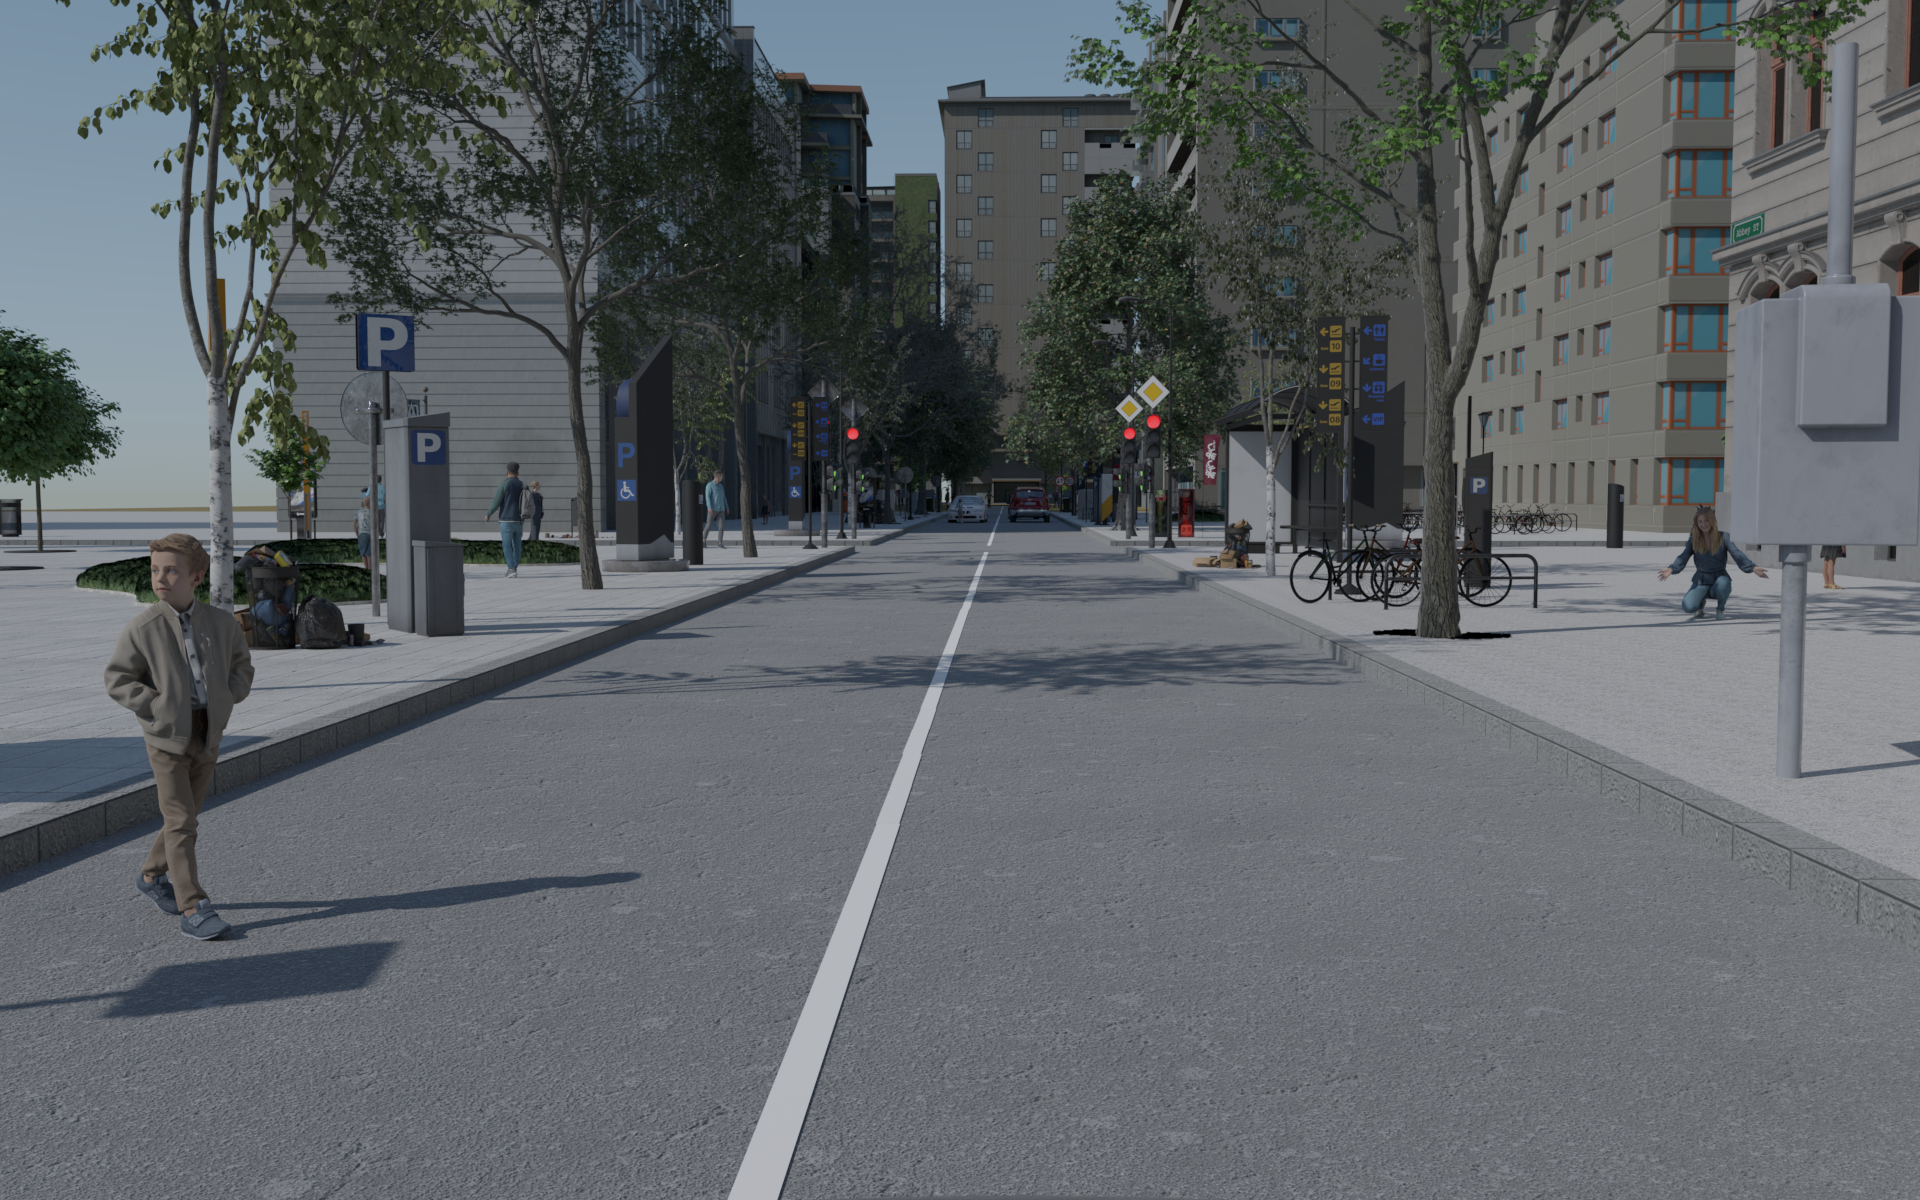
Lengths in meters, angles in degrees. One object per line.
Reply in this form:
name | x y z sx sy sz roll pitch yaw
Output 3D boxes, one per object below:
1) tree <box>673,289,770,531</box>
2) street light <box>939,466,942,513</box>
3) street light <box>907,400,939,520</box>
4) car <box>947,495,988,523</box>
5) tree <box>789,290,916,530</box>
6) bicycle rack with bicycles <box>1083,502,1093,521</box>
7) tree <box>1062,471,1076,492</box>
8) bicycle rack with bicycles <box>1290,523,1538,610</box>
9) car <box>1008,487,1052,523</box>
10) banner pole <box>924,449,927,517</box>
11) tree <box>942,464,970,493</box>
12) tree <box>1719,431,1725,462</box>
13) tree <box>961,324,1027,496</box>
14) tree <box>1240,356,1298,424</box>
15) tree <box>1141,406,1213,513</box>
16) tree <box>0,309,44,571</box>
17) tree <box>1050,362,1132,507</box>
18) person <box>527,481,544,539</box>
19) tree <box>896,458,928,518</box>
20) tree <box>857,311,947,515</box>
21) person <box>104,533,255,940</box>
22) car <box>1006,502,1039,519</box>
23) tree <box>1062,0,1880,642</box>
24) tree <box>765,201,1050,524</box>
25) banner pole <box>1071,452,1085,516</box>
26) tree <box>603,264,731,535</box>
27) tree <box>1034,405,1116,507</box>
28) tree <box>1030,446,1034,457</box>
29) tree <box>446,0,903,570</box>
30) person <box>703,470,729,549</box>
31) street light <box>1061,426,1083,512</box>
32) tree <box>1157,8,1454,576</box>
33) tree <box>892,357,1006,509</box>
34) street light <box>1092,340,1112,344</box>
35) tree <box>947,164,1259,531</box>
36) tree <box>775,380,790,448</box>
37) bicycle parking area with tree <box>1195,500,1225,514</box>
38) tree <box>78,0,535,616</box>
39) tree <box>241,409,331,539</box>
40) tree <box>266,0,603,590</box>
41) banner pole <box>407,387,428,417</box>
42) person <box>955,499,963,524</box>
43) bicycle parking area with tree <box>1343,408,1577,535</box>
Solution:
tree | -8.691 -6.731 60.419 4.737 8.622 4.395 0 3 0
street light | -0.919 -9.037 120.289 1.470 5.913 1.316 0 4 2
street light | -1.898 -6.898 85.325 1.470 5.913 1.316 0 4 2
car | 0.411 -4.600 87.571 2.083 1.381 4.827 0 4 3
tree | -3.724 -6.832 62.060 4.360 8.622 3.978 0 3 0
bicycle rack with bicycles | 7.189 -4.228 82.517 2.852 0.926 2.925 2 4 27
tree | 9.026 -9.254 145.904 1.663 3.219 1.824 0 3 0
bicycle rack with bicycles | 5.293 -0.422 20.282 2.925 0.926 2.852 0 4 -7
car | 3.576 -4.882 88.497 2.281 1.827 5.304 0 4 2
banner pole | -1.941 -6.530 96.781 0.401 3.779 0.863 0 4 -2
tree | -0.191 -13.698 174.316 4.737 8.622 4.395 0 3 0
tree | 24.647 -4.187 52.172 4.285 4.588 4.351 0 3 0
tree | 1.766 -20.556 191.972 12.611 20.169 13.585 0 3 0
tree | 16.199 -8.546 90.092 4.737 8.622 4.395 0 3 0
tree | 11.293 -8.547 90.109 4.737 8.622 4.395 0 3 0
tree | -16.310 -2.790 29.338 4.285 4.588 4.351 0 3 0
tree | 8.606 -13.515 131.340 12.009 13.543 11.850 0 3 0
person | -11.112 -2.214 45.128 0.534 1.772 0.576 -1 4 -11
tree | -2.472 -5.957 91.992 1.663 3.219 1.824 0 3 0
tree | -2.281 -11.628 107.123 9.611 12.733 9.660 0 3 0
person | -2.572 0.429 5.759 0.640 1.303 0.475 2 4 34
car | 3.632 -5.286 99.006 1.945 1.354 3.894 0 3 0
tree | 4.469 -5.478 15.317 9.928 11.665 9.643 0 3 0
tree | -3.098 -9.974 73.445 12.009 13.543 11.850 0 3 0
banner pole | 6.932 -6.818 101.483 0.863 3.779 0.401 0 4 2
tree | -8.981 -6.362 54.377 4.360 8.622 3.978 0 3 0
tree | 7.967 -9.727 109.400 4.737 8.622 4.395 0 3 0
tree | 9.312 -13.458 170.397 4.737 8.622 4.395 0 3 0
tree | -4.575 -6.142 34.841 7.601 10.594 8.767 1 4 11
person | -5.734 -2.123 40.614 0.638 1.841 0.748 -3 4 -38
street light | 5.688 -7.077 88.252 1.470 5.913 1.316 0 4 2
tree | 5.042 -4.673 26.758 4.360 8.622 3.978 0 3 0
tree | -1.904 -14.732 147.519 9.857 13.997 8.962 0 3 0
street light | 4.677 -4.877 52.282 1.470 5.913 1.316 0 4 2
tree | 5.882 -8.772 60.425 9.611 12.733 9.660 0 3 0
tree | -7.023 -8.310 86.225 4.360 8.622 3.978 0 3 0
bicycle parking area with tree | 18.427 -6.790 98.018 9.016 4.147 8.231 -1 4 -13
tree | -4.577 -3.717 11.141 4.737 8.622 4.395 0 3 0
tree | -14.761 -2.682 38.458 1.663 3.219 1.824 0 3 0
tree | -5.300 -5.420 23.033 7.601 10.594 8.767 0 4 -3
banner pole | -12.618 -3.080 40.370 0.401 3.779 0.863 3 4 37
person | -0.052 -4.243 82.894 0.505 1.210 0.382 2 4 24
bicycle parking area with tree | 16.926 -4.424 59.332 8.231 4.147 9.016 -3 5 -42
